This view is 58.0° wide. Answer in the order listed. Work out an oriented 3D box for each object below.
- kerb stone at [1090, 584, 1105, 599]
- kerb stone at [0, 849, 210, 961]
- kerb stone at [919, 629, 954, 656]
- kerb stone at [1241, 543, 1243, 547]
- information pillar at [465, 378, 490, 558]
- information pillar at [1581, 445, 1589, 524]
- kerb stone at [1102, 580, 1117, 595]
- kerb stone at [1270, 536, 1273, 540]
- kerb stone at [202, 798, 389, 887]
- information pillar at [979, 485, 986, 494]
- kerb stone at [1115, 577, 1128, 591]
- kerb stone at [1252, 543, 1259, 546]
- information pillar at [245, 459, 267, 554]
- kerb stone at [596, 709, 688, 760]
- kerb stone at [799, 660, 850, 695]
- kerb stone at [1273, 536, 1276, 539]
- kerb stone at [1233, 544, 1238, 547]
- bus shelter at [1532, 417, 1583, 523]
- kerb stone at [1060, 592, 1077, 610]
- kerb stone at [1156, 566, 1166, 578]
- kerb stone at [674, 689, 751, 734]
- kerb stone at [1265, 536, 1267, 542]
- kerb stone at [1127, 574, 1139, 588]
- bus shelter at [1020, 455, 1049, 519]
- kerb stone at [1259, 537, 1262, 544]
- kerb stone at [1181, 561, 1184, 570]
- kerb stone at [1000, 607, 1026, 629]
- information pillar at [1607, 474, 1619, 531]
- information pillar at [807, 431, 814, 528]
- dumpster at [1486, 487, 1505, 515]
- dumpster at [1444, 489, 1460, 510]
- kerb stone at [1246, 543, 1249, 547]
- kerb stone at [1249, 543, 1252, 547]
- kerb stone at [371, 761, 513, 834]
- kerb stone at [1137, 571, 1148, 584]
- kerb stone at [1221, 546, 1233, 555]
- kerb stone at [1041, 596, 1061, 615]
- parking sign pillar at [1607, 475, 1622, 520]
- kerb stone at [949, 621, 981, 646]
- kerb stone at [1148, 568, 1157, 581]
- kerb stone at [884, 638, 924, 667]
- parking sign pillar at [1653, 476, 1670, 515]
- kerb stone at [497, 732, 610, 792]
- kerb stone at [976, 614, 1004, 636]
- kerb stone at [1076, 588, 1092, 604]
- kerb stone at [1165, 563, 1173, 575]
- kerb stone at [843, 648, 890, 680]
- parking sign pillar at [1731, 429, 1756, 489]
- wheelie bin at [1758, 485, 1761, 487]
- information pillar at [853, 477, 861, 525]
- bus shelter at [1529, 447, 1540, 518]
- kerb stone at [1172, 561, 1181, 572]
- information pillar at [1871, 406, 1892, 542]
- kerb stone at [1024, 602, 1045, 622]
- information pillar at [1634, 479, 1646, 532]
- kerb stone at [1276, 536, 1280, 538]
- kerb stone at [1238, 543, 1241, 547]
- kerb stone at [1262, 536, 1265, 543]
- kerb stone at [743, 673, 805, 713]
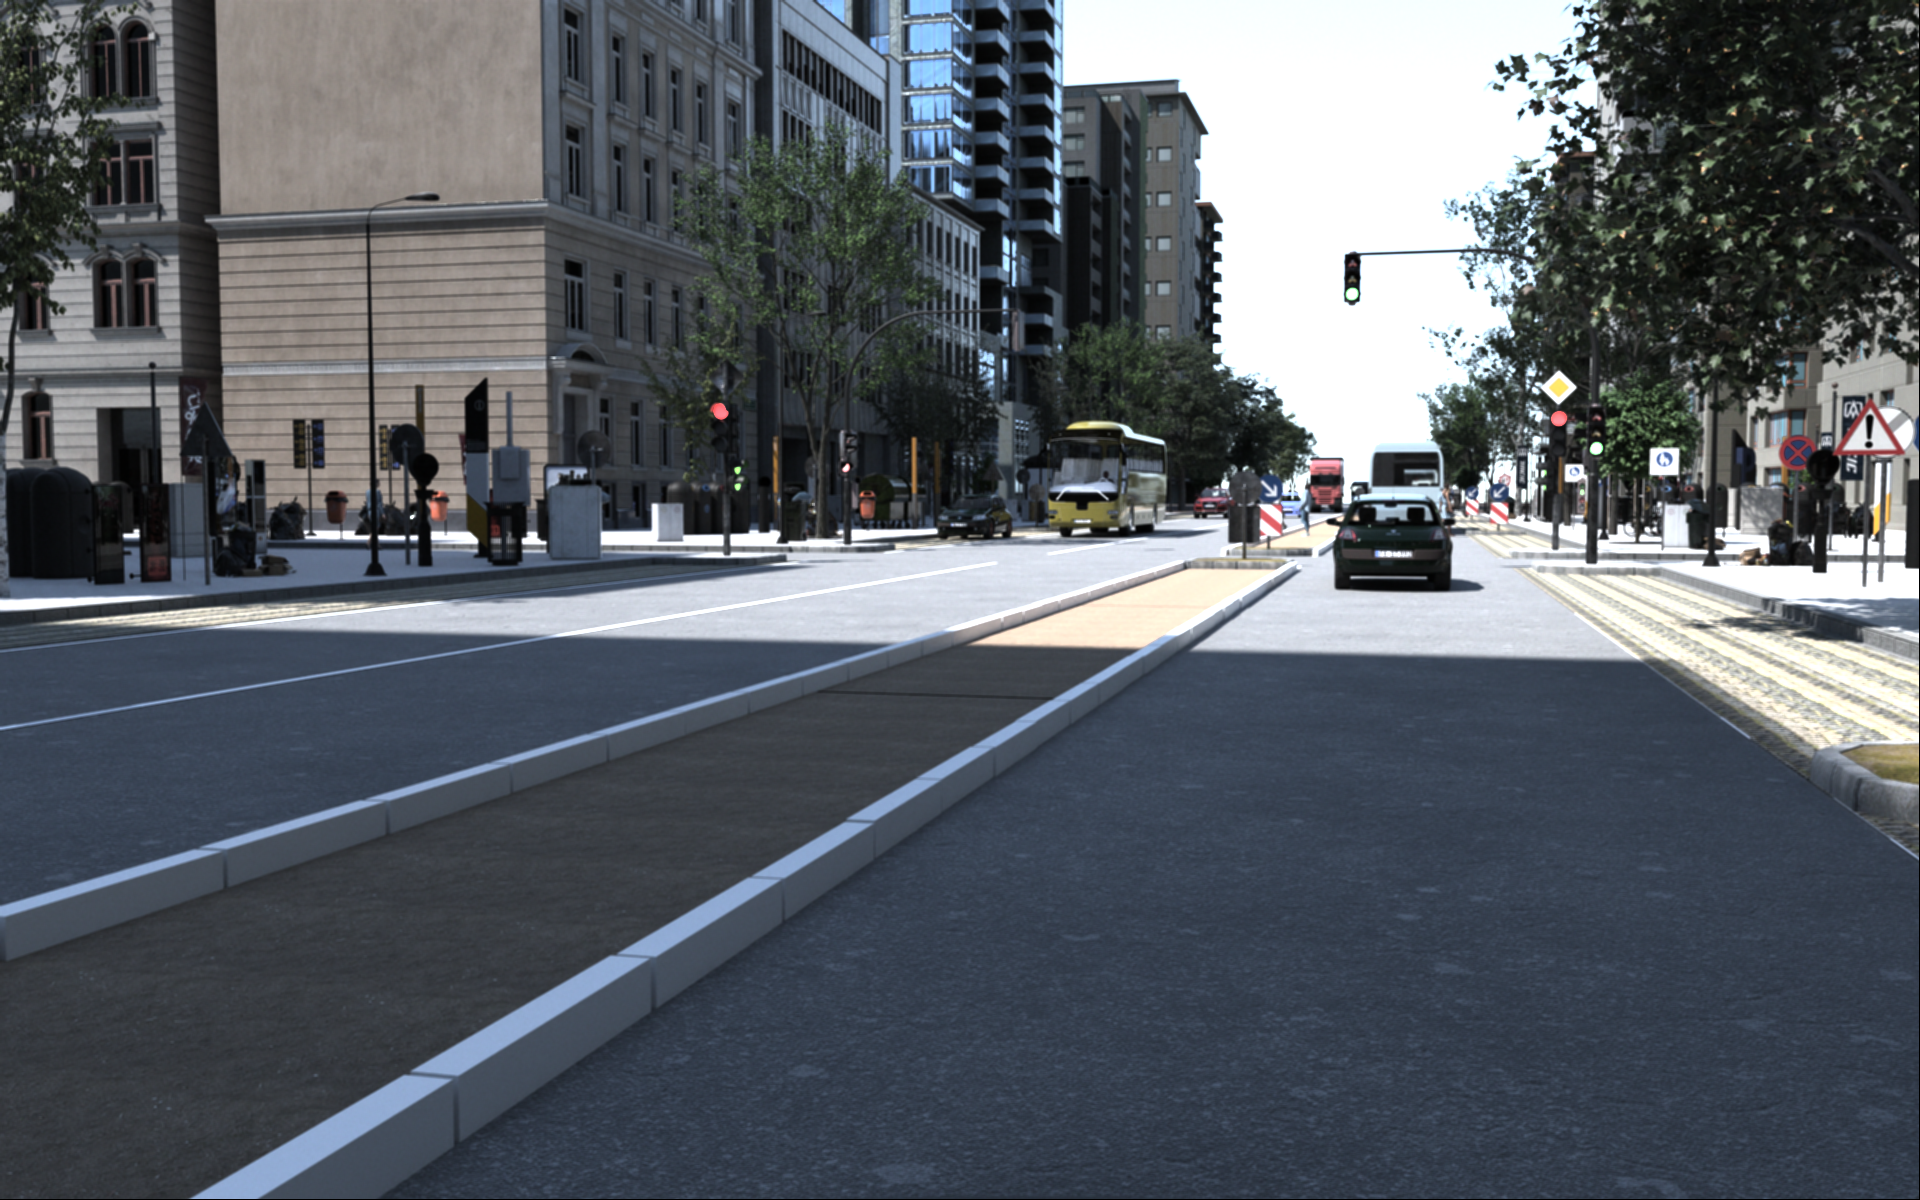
[{"bbox_3d":[1.802,-0.085,23.660,0.120,0.150,1.000,1,4,14],"label":"kerb stone"},{"bbox_3d":[-2.836,1.007,5.769,0.120,0.150,1.000,1,4,14],"label":"kerb stone"},{"bbox_3d":[-0.259,0.399,15.692,0.120,0.150,1.000,1,4,14],"label":"kerb stone"},{"bbox_3d":[7.083,-1.337,44.048,0.120,0.150,1.000,1,4,14],"label":"kerb stone"},{"bbox_3d":[-9.721,-2.666,34.943,0.504,3.616,0.183,1,4,13],"label":"information pillar"},{"bbox_3d":[26.847,-5.076,74.355,0.183,3.616,0.504,-1,4,-21],"label":"information pillar"},{"bbox_3d":[2.055,-0.150,24.650,0.120,0.150,1.000,1,4,14],"label":"kerb stone"},{"bbox_3d":[9.394,-1.882,52.963,0.120,0.150,1.000,1,4,14],"label":"kerb stone"},{"bbox_3d":[-2.580,0.944,6.759,0.120,0.150,1.000,1,4,14],"label":"kerb stone"},{"bbox_3d":[1.326,-6.017,102.867,0.304,2.012,0.304,-1,4,-23],"label":"information pillar"},{"bbox_3d":[2.315,-0.211,25.647,0.120,0.150,1.000,1,4,14],"label":"kerb stone"},{"bbox_3d":[8.114,-1.579,48.006,0.120,0.150,1.000,1,4,14],"label":"kerb stone"},{"bbox_3d":[-15.013,-1.985,36.943,0.304,2.012,0.304,3,5,41],"label":"information pillar"},{"bbox_3d":[-1.803,0.762,9.739,0.120,0.150,1.000,1,4,14],"label":"kerb stone"},{"bbox_3d":[-1.038,0.582,12.719,0.120,0.150,1.000,1,4,14],"label":"kerb stone"},{"bbox_3d":[9.656,-1.943,53.959,0.120,0.150,1.000,1,4,14],"label":"kerb stone"},{"bbox_3d":[6.571,-1.215,42.063,0.120,0.150,1.000,1,4,14],"label":"kerb stone"},{"bbox_3d":[28.012,-6.337,81.250,2.179,5.291,8.768,1,4,15],"label":"bus shelter"},{"bbox_3d":[1.286,0.035,21.666,0.120,0.150,1.000,1,4,14],"label":"kerb stone"},{"bbox_3d":[3.355,-0.454,29.624,0.120,0.150,1.000,1,4,14],"label":"kerb stone"},{"bbox_3d":[-1.553,0.701,10.731,0.120,0.150,1.000,1,4,14],"label":"kerb stone"},{"bbox_3d":[8.884,-1.761,50.980,0.120,0.150,1.000,1,4,14],"label":"kerb stone"},{"bbox_3d":[2.577,-0.272,26.647,0.120,0.150,1.000,1,4,14],"label":"kerb stone"},{"bbox_3d":[4.746,-6.026,92.452,2.014,3.302,5.546,1,4,14],"label":"bus shelter"},{"bbox_3d":[8.368,-1.639,48.996,0.120,0.150,1.000,1,4,14],"label":"kerb stone"},{"bbox_3d":[4.116,-0.637,32.603,0.120,0.150,1.000,1,4,14],"label":"kerb stone"},{"bbox_3d":[0.517,0.214,18.694,0.120,0.150,1.000,1,4,14],"label":"kerb stone"},{"bbox_3d":[22.522,-3.378,59.722,0.304,2.012,0.304,2,4,27],"label":"information pillar"},{"bbox_3d":[-5.539,-4.486,64.695,0.183,3.616,0.504,1,4,22],"label":"information pillar"},{"bbox_3d":[33.418,-6.241,107.794,1.264,1.857,1.865,1,4,14],"label":"dumpster"},{"bbox_3d":[39.061,-7.970,138.532,1.865,1.857,1.264,1,4,16],"label":"dumpster"},{"bbox_3d":[7.335,-1.396,45.038,0.120,0.150,1.000,1,4,14],"label":"kerb stone"},{"bbox_3d":[7.599,-1.458,46.027,0.120,0.150,1.000,1,4,14],"label":"kerb stone"},{"bbox_3d":[-2.318,0.883,7.752,0.120,0.150,1.000,1,4,14],"label":"kerb stone"},{"bbox_3d":[2.834,-0.333,27.637,0.120,0.150,1.000,1,4,14],"label":"kerb stone"},{"bbox_3d":[6.313,-1.151,41.074,0.120,0.150,1.000,1,4,14],"label":"kerb stone"},{"bbox_3d":[1.023,0.093,20.676,0.120,0.150,1.000,1,4,14],"label":"kerb stone"},{"bbox_3d":[32.797,-6.039,87.205,1.447,3.967,1.447,2,4,27],"label":"parking sign pillar"},{"bbox_3d":[0.004,0.336,16.703,0.120,0.150,1.000,1,4,14],"label":"kerb stone"},{"bbox_3d":[3.090,-0.391,28.627,0.120,0.150,1.000,1,4,14],"label":"kerb stone"},{"bbox_3d":[-0.520,0.458,14.699,0.120,0.150,1.000,1,4,14],"label":"kerb stone"},{"bbox_3d":[43.111,-7.194,106.098,1.447,3.967,1.447,1,4,9],"label":"parking sign pillar"},{"bbox_3d":[-2.063,0.822,8.750,0.120,0.150,1.000,1,4,14],"label":"kerb stone"},{"bbox_3d":[0.254,0.277,17.702,0.120,0.150,1.000,1,4,14],"label":"kerb stone"},{"bbox_3d":[1.541,-0.022,22.662,0.120,0.150,1.000,1,4,14],"label":"kerb stone"},{"bbox_3d":[3.603,-0.511,30.617,0.120,0.150,1.000,1,4,14],"label":"kerb stone"},{"bbox_3d":[-0.779,0.520,13.710,0.120,0.150,1.000,1,4,14],"label":"kerb stone"},{"bbox_3d":[32.676,-5.123,72.229,1.447,3.967,1.447,-3,4,-38],"label":"parking sign pillar"},{"bbox_3d":[28.740,-3.327,62.305,0.693,1.594,0.980,2,4,30],"label":"wheelie bin"},{"bbox_3d":[-4.317,-4.180,72.838,0.304,2.012,0.304,-1,4,-11],"label":"information pillar"},{"bbox_3d":[30.386,-6.000,89.378,1.731,3.624,6.357,1,4,14],"label":"bus shelter"},{"bbox_3d":[3.860,-0.576,31.611,0.120,0.150,1.000,1,4,14],"label":"kerb stone"},{"bbox_3d":[24.511,-3.341,45.988,0.183,3.616,0.504,-1,4,-15],"label":"information pillar"},{"bbox_3d":[0.777,0.159,19.684,0.120,0.150,1.000,1,4,14],"label":"kerb stone"},{"bbox_3d":[22.872,-3.289,58.269,0.304,2.012,0.304,2,4,32],"label":"information pillar"},{"bbox_3d":[10.165,-2.064,55.946,0.120,0.150,1.000,1,4,14],"label":"kerb stone"},{"bbox_3d":[6.825,-1.276,43.054,0.120,0.150,1.000,1,4,14],"label":"kerb stone"},{"bbox_3d":[8.627,-1.700,49.985,0.120,0.150,1.000,1,4,14],"label":"kerb stone"},{"bbox_3d":[-1.295,0.640,11.727,0.120,0.150,1.000,1,4,14],"label":"kerb stone"}]
